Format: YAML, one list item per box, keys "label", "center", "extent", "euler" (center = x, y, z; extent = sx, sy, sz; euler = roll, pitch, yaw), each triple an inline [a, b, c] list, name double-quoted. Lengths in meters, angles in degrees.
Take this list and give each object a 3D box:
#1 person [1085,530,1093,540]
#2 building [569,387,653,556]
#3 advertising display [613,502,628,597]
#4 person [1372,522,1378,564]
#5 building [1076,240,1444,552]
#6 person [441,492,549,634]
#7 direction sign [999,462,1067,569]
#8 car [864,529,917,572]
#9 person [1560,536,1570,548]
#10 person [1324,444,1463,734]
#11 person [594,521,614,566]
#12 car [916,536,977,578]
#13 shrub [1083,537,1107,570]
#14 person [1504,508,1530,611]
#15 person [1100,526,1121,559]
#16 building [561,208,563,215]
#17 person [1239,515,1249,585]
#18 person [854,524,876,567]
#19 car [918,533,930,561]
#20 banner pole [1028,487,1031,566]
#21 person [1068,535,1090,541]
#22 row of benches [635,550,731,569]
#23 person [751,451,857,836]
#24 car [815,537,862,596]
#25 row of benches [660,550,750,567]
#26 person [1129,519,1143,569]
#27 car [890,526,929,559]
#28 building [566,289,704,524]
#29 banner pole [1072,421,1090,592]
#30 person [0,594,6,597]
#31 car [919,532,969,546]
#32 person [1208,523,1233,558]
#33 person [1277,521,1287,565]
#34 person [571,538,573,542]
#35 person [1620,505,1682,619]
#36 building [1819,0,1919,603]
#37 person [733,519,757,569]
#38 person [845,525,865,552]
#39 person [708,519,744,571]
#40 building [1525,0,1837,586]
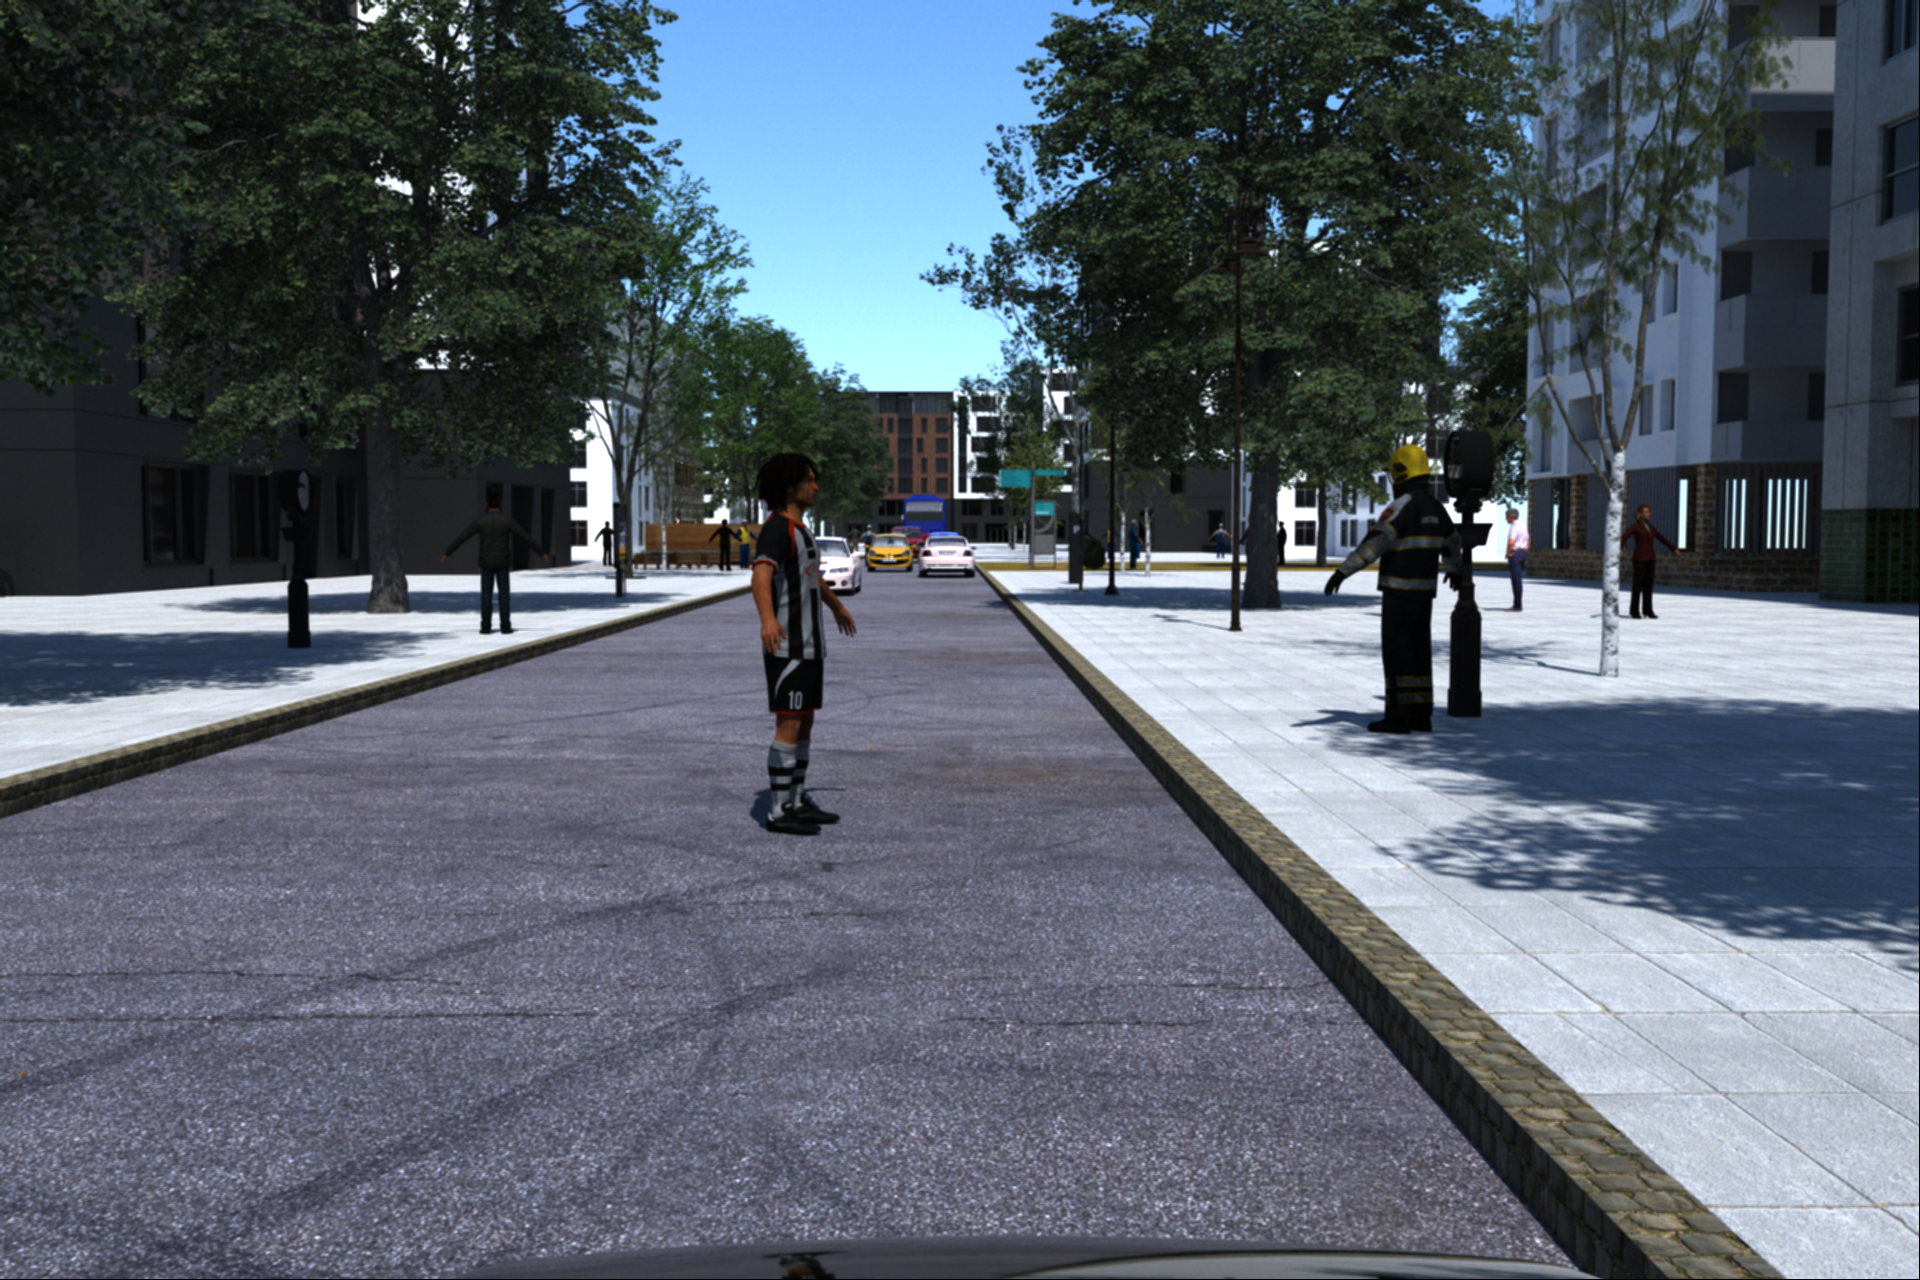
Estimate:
- label: "person"
  center: [6.584, -5.334, 93.353]
  extent: [1.346, 1.812, 0.704]
  euler: [-1, 4, -14]
- label: "building"
  center: [-24.385, -10.428, 112.639]
  extent: [9.099, 9.664, 28.070]
  euler: [0, 4, -1]
- label: "advertising display"
  center: [-6.965, -1.854, 35.535]
  extent: [0.123, 1.923, 0.974]
  euler: [0, 4, -1]
- label: "person"
  center: [17.811, -4.169, 74.348]
  extent: [0.705, 1.806, 1.347]
  euler: [1, 4, 16]
- label: "building"
  center: [22.935, -17.906, 136.739]
  extent: [27.936, 21.610, 32.646]
  euler: [0, 4, -1]
- label: "person"
  center: [-5.979, -0.991, 22.270]
  extent: [1.348, 1.821, 0.705]
  euler: [-1, 4, -12]
- label: "direction sign"
  center: [2.710, -4.563, 63.371]
  extent: [2.525, 3.948, 1.411]
  euler: [0, 4, -2]
- label: "car"
  center: [-2.674, -3.454, 66.696]
  extent: [2.015, 1.641, 3.980]
  euler: [0, 4, -1]
- label: "person"
  center: [20.968, -3.072, 59.503]
  extent: [0.697, 1.427, 0.421]
  euler: [1, 4, 11]
- label: "person"
  center: [2.880, -0.334, 11.223]
  extent: [1.351, 1.858, 0.704]
  euler: [-3, 4, -39]
- label: "person"
  center: [-14.125, -3.869, 69.482]
  extent: [1.346, 1.802, 0.704]
  euler: [1, 4, 21]
- label: "car"
  center: [-0.461, -2.823, 58.516]
  extent: [2.083, 1.381, 4.827]
  euler: [0, 4, -1]
- label: "shrub"
  center: [4.783, -3.111, 61.982]
  extent: [1.383, 1.207, 1.383]
  euler: [0, 3, 0]
- label: "person"
  center: [9.180, -1.331, 28.742]
  extent: [0.756, 1.711, 0.436]
  euler: [-3, 5, -41]
- label: "person"
  center: [7.854, -5.094, 89.755]
  extent: [1.216, 1.772, 0.721]
  euler: [1, 4, 15]
- label: "building"
  center: [-27.024, -13.944, 84.399]
  extent: [16.016, 20.090, 11.380]
  euler: [0, 4, 0]
- label: "person"
  center: [7.345, -2.297, 43.732]
  extent: [0.705, 1.807, 1.348]
  euler: [-1, 4, -18]
- label: "person"
  center: [-3.932, -4.088, 75.154]
  extent: [1.347, 1.847, 0.705]
  euler: [0, 4, 5]
- label: "car"
  center: [-1.396, -5.219, 94.367]
  extent: [2.155, 1.783, 4.494]
  euler: [0, 4, 0]
- label: "banner pole"
  center: [2.868, -4.922, 70.499]
  extent: [0.401, 3.779, 0.863]
  euler: [0, 4, -2]
- label: "person"
  center: [6.540, -5.493, 95.596]
  extent: [1.354, 1.856, 0.705]
  euler: [2, 4, 30]
- label: "row of benches"
  center: [-10.202, -2.990, 64.348]
  extent: [1.422, 0.672, 4.104]
  euler: [3, 5, 44]
- label: "person"
  center: [-0.781, 0.013, 8.388]
  extent: [0.704, 1.843, 1.345]
  euler: [1, 4, 11]
- label: "car"
  center: [-3.391, -1.807, 41.900]
  extent: [2.083, 1.381, 4.827]
  euler: [0, 4, 0]
- label: "row of benches"
  center: [-9.986, -3.225, 68.200]
  extent: [4.104, 0.672, 1.422]
  euler: [-3, 5, -41]
- label: "person"
  center: [6.401, -3.506, 63.454]
  extent: [0.704, 1.817, 1.347]
  euler: [-1, 4, -13]
- label: "car"
  center: [-2.695, -4.790, 86.990]
  extent: [2.281, 1.827, 5.304]
  euler: [0, 3, 0]
- label: "building"
  center: [-30.805, -18.737, 137.274]
  extent: [19.493, 23.208, 18.063]
  euler: [0, 4, -1]
- label: "banner pole"
  center: [2.696, -2.955, 38.330]
  extent: [0.401, 3.779, 0.863]
  euler: [0, 4, 0]
- label: "person"
  center: [-19.624, -1.736, 34.879]
  extent: [0.568, 1.767, 0.683]
  euler: [2, 4, 28]
- label: "car"
  center: [-0.617, -3.463, 66.214]
  extent: [1.945, 1.707, 3.694]
  euler: [0, 4, -1]
- label: "person"
  center: [13.748, -5.226, 91.300]
  extent: [1.347, 1.847, 0.705]
  euler: [1, 4, 10]
- label: "person"
  center: [13.369, -4.054, 72.214]
  extent: [0.705, 1.837, 1.347]
  euler: [-1, 4, -12]
- label: "person"
  center: [-19.419, -4.804, 84.681]
  extent: [0.705, 1.813, 1.348]
  euler: [2, 4, 26]
- label: "person"
  center: [10.407, -1.188, 26.234]
  extent: [1.215, 1.729, 0.721]
  euler: [-1, 4, -20]
- label: "building"
  center: [25.101, -9.231, 17.377]
  extent: [16.747, 18.905, 31.486]
  euler: [0, 4, 0]
- label: "person"
  center: [-7.855, -3.509, 63.334]
  extent: [0.705, 1.833, 1.349]
  euler: [3, 4, 38]
- label: "person"
  center: [-5.920, -5.582, 97.529]
  extent: [1.348, 1.796, 0.705]
  euler: [-2, 4, -25]
- label: "person"
  center: [-8.164, -3.307, 60.250]
  extent: [1.347, 1.806, 0.705]
  euler: [1, 4, 13]
- label: "building"
  center: [22.194, -11.861, 50.341]
  extent: [16.016, 20.090, 11.380]
  euler: [0, 4, -1]
